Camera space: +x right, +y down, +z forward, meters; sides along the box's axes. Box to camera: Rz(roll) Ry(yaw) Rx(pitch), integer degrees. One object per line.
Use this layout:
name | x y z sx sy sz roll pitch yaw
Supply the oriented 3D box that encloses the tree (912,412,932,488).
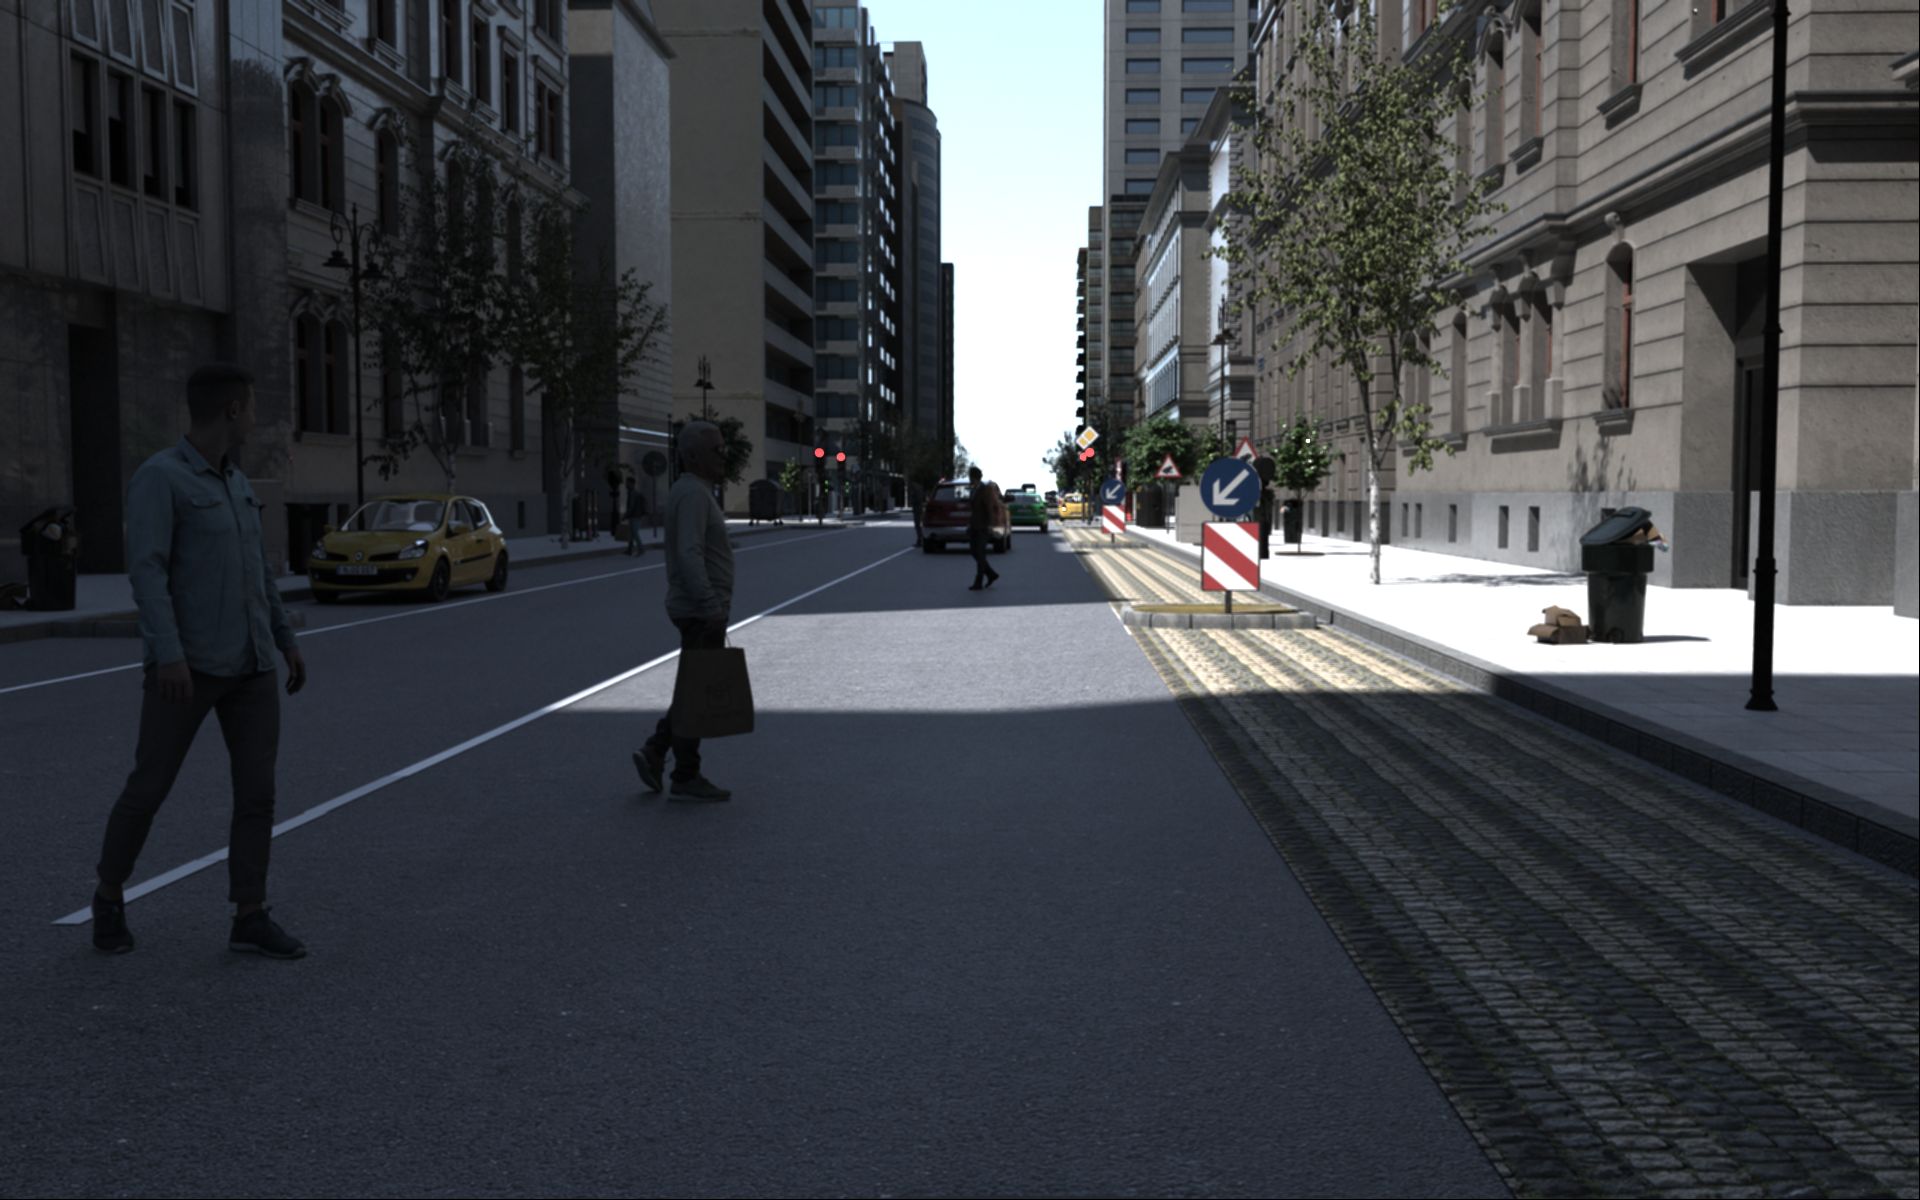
tree | -5.319 -11.233 134.018 4.360 8.622 3.978 0 3 0

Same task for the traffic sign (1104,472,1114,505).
traffic sign | 8.809 -6.205 101.554 0.768 2.556 0.104 1 4 10

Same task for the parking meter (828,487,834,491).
parking meter | -9.684 -7.617 130.252 0.255 1.863 0.399 2 4 34

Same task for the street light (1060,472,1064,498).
street light | 16.359 -18.945 282.537 0.468 5.910 1.993 0 4 2

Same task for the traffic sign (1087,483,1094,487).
traffic sign | 10.095 -8.164 133.582 0.768 2.556 0.104 0 4 6

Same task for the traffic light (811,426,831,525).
traffic light | -5.755 -5.057 71.598 0.839 4.253 0.868 0 4 2

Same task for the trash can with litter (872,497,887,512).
trash can with litter | -5.628 -6.764 121.986 1.055 1.170 0.624 -2 4 -24

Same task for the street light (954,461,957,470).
street light | -0.711 -16.311 239.466 0.468 5.910 1.993 0 4 2

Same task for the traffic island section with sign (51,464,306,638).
traffic island section with sign | -8.071 -0.587 18.219 1.989 1.847 2.006 0 4 2

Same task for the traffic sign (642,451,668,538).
traffic sign | -8.988 -3.113 51.006 0.768 2.556 0.104 0 4 3

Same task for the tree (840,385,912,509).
tree | -6.357 -10.246 117.884 4.360 8.622 3.978 0 3 0

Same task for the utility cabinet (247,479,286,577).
utility cabinet | -10.720 -1.054 25.919 0.318 1.500 1.173 3 4 38

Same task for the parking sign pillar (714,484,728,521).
parking sign pillar | -11.909 -5.808 83.436 1.447 3.967 1.447 2 4 26

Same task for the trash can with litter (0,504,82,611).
trash can with litter | -10.257 -0.470 19.072 1.055 1.170 0.624 0 4 6

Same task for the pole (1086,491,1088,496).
pole | 10.311 -8.976 140.605 0.158 3.312 0.155 0 3 0

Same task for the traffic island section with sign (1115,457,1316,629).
traffic island section with sign | 2.797 -0.646 19.186 1.989 1.847 2.006 0 4 2

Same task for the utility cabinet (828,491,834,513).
utility cabinet | -8.662 -6.568 116.070 0.318 1.500 1.173 0 4 2

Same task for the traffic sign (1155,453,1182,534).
traffic sign | 6.655 -3.385 55.346 0.884 2.594 0.081 1 4 12

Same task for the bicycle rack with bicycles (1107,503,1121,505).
bicycle rack with bicycles | 10.807 -6.176 114.360 2.852 0.926 2.925 0 4 -5

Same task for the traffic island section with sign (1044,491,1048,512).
traffic island section with sign | 7.461 -7.360 128.965 1.989 1.847 2.006 0 4 2

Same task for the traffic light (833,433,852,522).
traffic light | -5.416 -5.545 79.575 0.839 4.253 0.868 0 4 2

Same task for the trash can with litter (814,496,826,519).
trash can with litter | -7.193 -4.731 88.734 0.624 1.170 1.055 0 4 -6

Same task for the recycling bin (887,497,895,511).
recycling bin | -5.350 -7.267 131.364 0.722 1.027 0.722 1 4 9

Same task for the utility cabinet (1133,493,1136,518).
utility cabinet | 9.207 -5.059 91.400 0.318 1.500 1.173 -1 4 -15

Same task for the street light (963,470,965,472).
street light | 0.651 -18.142 269.409 0.468 5.910 1.993 0 4 2

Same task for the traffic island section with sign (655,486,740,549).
traffic island section with sign | -6.894 -2.273 45.791 1.989 1.847 2.006 0 4 2

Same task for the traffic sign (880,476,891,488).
traffic sign | -5.282 -7.514 122.953 0.768 2.556 0.104 0 4 7

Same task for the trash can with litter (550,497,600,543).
trash can with litter | -10.542 -2.175 46.613 1.678 1.210 2.233 1 4 8

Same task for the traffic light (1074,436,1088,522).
traffic light | 5.636 -5.517 79.123 0.839 4.253 0.868 0 4 2

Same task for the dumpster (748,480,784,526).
dumpster | -7.801 -3.903 69.565 1.264 1.857 1.865 0 4 2

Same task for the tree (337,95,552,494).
tree | -9.634 -5.023 32.485 4.360 8.622 3.978 0 3 0

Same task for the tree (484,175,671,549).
tree | -9.112 -5.491 40.148 4.737 8.622 4.395 0 3 0

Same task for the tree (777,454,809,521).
tree | -7.876 -5.406 82.989 1.663 3.219 1.824 0 3 0

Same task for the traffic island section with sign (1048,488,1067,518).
traffic island section with sign | 6.321 -5.713 102.034 1.989 1.847 2.006 0 4 2

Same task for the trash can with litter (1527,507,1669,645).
trash can with litter | 5.477 -0.214 14.885 1.055 1.170 0.624 -1 4 -18

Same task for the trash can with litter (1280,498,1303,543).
trash can with litter | 8.611 -2.066 45.173 0.624 1.170 1.055 0 4 5

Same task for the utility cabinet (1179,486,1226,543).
utility cabinet | 6.318 -2.230 45.146 1.173 1.500 0.318 0 4 1

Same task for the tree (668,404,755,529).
tree | -9.109 -4.851 63.024 4.285 4.588 4.351 0 3 0

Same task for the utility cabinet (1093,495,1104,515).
utility cabinet | 8.629 -5.841 106.663 0.306 1.237 1.020 0 4 -7

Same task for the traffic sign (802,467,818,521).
traffic sign | -7.080 -4.987 81.643 0.768 2.556 0.104 1 4 10

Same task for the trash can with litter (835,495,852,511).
trash can with litter | -8.922 -7.179 128.432 2.233 1.210 1.678 -1 4 -15

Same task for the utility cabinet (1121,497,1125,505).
utility cabinet | 9.007 -5.110 94.714 0.306 1.237 1.020 0 4 -1

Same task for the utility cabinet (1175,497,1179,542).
utility cabinet | 5.946 -2.170 46.637 0.306 1.237 1.020 0 4 4

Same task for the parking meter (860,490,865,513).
parking meter | -6.578 -6.609 116.467 0.372 1.533 0.369 0 3 0

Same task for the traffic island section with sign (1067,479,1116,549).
traffic island section with sign | 3.940 -2.293 46.117 1.989 1.847 2.006 0 4 2

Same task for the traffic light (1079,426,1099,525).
traffic light | 5.297 -5.029 71.145 0.839 4.253 0.868 0 4 2

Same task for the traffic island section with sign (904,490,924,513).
traffic island section with sign | -3.347 -7.395 129.528 1.989 1.847 2.006 0 4 2

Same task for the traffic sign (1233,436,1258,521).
traffic sign | 6.345 -2.359 38.567 0.884 2.594 0.081 0 4 6

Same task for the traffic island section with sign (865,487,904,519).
traffic island section with sign | -4.515 -5.701 101.843 1.989 1.847 2.006 0 4 2
